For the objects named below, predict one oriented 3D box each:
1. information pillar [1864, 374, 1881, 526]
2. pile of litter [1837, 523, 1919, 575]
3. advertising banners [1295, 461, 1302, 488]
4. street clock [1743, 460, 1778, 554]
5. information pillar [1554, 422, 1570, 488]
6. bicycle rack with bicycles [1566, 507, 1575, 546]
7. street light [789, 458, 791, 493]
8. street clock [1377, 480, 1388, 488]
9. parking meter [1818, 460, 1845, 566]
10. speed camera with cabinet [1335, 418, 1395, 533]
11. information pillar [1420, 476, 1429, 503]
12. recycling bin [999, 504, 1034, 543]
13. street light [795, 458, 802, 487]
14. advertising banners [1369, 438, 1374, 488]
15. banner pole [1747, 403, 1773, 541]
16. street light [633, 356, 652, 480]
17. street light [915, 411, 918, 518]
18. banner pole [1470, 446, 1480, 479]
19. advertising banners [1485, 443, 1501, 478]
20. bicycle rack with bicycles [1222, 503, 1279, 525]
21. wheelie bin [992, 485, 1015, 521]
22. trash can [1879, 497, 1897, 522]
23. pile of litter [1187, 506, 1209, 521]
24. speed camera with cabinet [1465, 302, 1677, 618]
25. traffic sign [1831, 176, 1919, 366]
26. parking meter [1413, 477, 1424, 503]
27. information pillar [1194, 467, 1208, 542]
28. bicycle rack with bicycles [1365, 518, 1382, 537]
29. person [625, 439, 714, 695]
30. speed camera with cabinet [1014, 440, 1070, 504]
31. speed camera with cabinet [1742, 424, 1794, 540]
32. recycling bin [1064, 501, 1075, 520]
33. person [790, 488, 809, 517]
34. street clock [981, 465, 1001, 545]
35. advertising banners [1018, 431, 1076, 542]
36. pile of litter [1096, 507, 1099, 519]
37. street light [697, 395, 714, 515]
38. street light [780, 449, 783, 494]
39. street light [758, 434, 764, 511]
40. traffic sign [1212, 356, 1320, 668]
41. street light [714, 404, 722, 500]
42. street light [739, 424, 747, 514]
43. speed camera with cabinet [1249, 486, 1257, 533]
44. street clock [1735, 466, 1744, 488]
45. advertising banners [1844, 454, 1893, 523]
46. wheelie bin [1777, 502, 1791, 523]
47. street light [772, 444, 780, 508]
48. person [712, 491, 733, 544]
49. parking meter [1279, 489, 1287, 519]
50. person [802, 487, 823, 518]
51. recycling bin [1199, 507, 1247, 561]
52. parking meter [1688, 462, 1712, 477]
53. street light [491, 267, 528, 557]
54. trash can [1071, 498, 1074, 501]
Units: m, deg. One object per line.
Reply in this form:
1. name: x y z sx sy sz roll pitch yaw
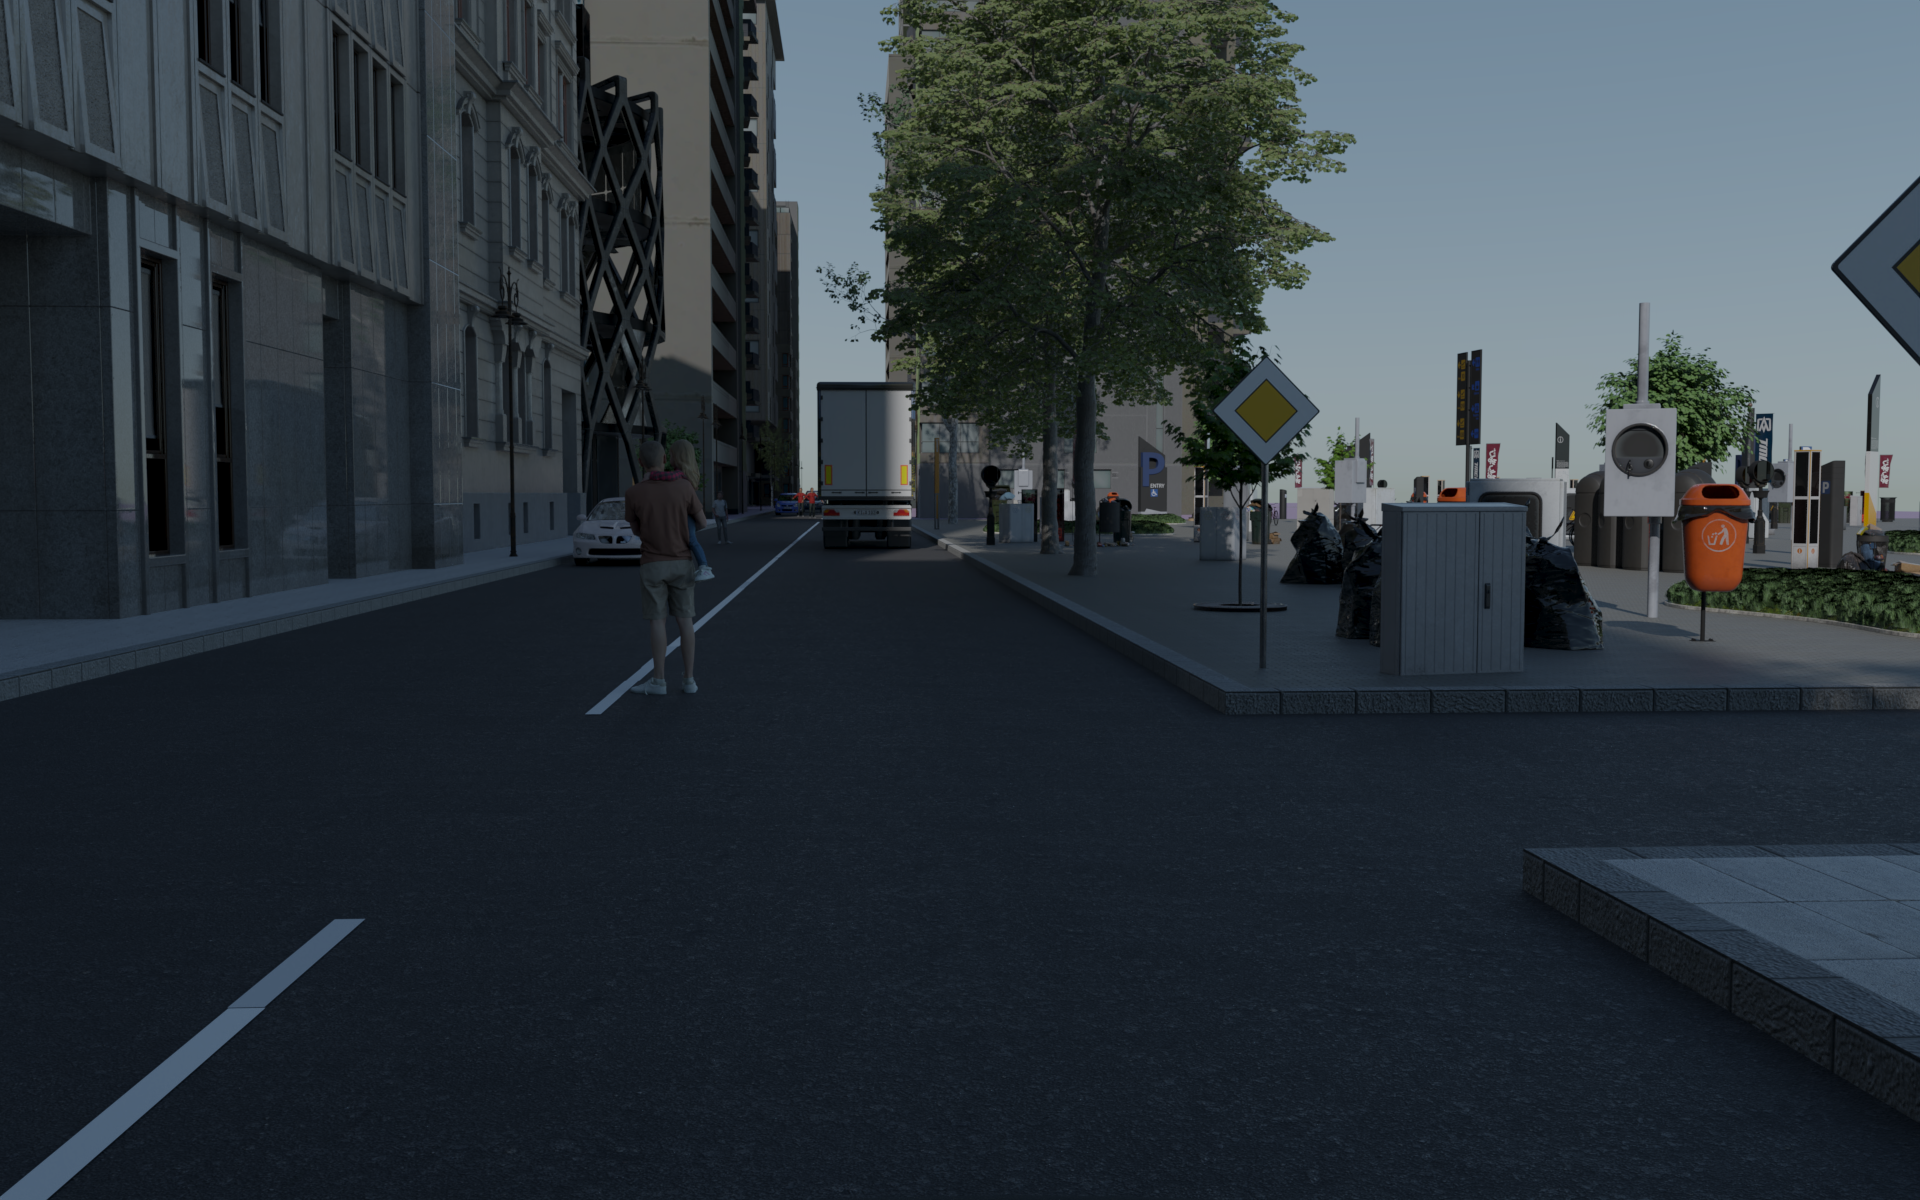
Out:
1. information pillar: 17.777 -2.594 33.760 0.183 3.616 0.504 3 5 44
2. pile of litter: 13.365 -0.669 24.902 1.719 0.858 1.176 -1 4 -12
3. advertising banners: 15.536 -4.922 76.661 2.074 3.025 0.090 -2 4 -28
4. street clock: 17.234 -2.002 37.298 0.471 2.002 0.358 0 4 -3
5. information pillar: 19.712 -4.002 56.780 0.504 3.616 0.183 -1 4 -11
6. bicycle rack with bicycles: 16.008 -2.033 46.626 2.852 0.926 2.925 0 4 6
7. street light: -19.210 -13.592 195.017 0.468 5.910 1.993 0 4 -4
8. street clock: 21.197 -5.040 86.972 0.471 2.002 0.358 -1 4 -18
9. parking meter: 15.192 -1.499 30.217 0.255 1.863 0.399 -1 4 -11
10. speed camera with cabinet: 10.634 -3.127 45.456 2.038 3.252 0.660 -3 5 -44
11. information pillar: 18.796 -4.011 70.068 0.304 2.012 0.304 0 4 2
12. recycling bin: 1.487 -2.031 45.758 0.722 1.027 0.722 -1 4 -22
13. street light: -20.529 -14.992 217.901 0.468 5.910 1.993 0 4 -4
14. advertising banners: 13.350 -3.618 55.344 0.090 3.025 2.074 2 4 29
15. banner pole: 21.811 -3.510 47.401 0.401 3.779 0.863 -3 5 -43
16. street light: -10.629 -5.220 58.131 0.468 5.910 1.993 0 4 -4
17. street light: -2.354 -7.435 94.355 0.468 5.910 1.993 0 4 -4
18. banner pole: 24.505 -5.663 82.613 0.401 3.779 0.863 -2 4 -24
19. advertising banners: 17.737 -3.908 60.080 2.074 3.025 0.090 3 5 42
20. bicycle rack with bicycles: 11.808 -3.558 71.562 2.852 0.926 2.925 0 4 1
21. wheelie bin: 1.455 -3.220 60.554 0.980 1.594 0.693 1 4 18
22. trash can: 42.807 -4.175 79.910 0.748 1.137 0.748 0 3 0
23. pile of litter: 11.719 -4.230 83.125 1.719 0.858 1.176 1 4 23
24. speed camera with cabinet: 6.369 -1.453 18.088 2.038 3.252 0.660 1 4 23
25. traffic sign: 2.729 -0.067 4.737 0.795 2.450 0.064 0 4 -4
26. parking meter: 15.296 -3.186 57.795 0.255 1.863 0.399 0 4 -1
27. information pillar: 6.402 -2.540 46.014 0.304 2.012 0.304 2 4 28
28. bicycle rack with bicycles: 10.371 -1.536 38.499 2.852 0.926 2.925 -3 5 -42
29. person: -2.080 -0.248 12.523 0.573 1.828 0.580 2 4 26
30. speed camera with cabinet: 3.029 -4.270 64.157 2.038 3.252 0.660 0 4 0
31. speed camera with cabinet: 22.893 -3.361 49.294 0.660 3.252 2.038 -2 4 -24
32. recycling bin: 3.752 -2.920 60.299 0.722 1.027 0.722 -1 4 -13
33. person: -10.096 -6.201 109.820 1.348 1.831 0.705 0 4 3
34. street clock: 0.773 -2.383 43.526 0.471 2.002 0.358 -1 4 -11
35. advertising banners: 2.549 -3.080 46.542 2.074 3.025 0.090 -1 4 -17
36. pile of litter: 5.863 -3.450 70.367 1.719 0.858 1.176 0 4 8
37. street light: -11.947 -6.602 80.723 0.468 5.910 1.993 0 4 -4
38. street light: -17.720 -12.165 171.693 0.468 5.910 1.993 0 4 -4
39. street light: -15.465 -9.884 134.389 0.468 5.910 1.993 0 4 -4
40. traffic sign: 2.230 -0.554 12.707 0.795 2.450 0.064 0 4 -4
41. street light: -12.460 -7.089 88.688 0.468 5.910 1.993 0 4 -4
42. street light: -14.002 -8.481 111.457 0.468 5.910 1.993 0 4 -4
43. speed camera with cabinet: 9.443 -3.867 57.556 0.660 3.252 2.038 1 4 19
44. street clock: 20.282 -2.459 44.775 0.471 2.002 0.358 -1 4 -22
45. advertising banners: 40.239 -4.939 76.948 2.074 3.025 0.090 1 4 23
46. wheelie bin: 36.359 -4.179 76.240 0.980 1.594 0.693 1 4 20
47. street light: -16.824 -11.266 156.978 0.468 5.910 1.993 0 4 -4
48. person: -6.824 -2.360 49.687 0.523 1.515 0.503 3 4 38
49. parking meter: 16.530 -4.905 88.608 0.372 1.533 0.369 0 3 0
50. person: -8.869 -5.842 103.947 1.348 1.831 0.705 -1 4 -19
51. recycling bin: 5.107 -1.288 33.620 0.722 1.027 0.722 2 4 30
52. parking meter: 13.446 -1.580 31.543 0.399 1.863 0.255 -2 4 -25
53. street light: -9.162 -3.827 35.356 0.468 5.910 1.993 0 4 -4
54. trash can: 4.593 -3.330 66.093 0.748 1.137 0.748 0 3 0
